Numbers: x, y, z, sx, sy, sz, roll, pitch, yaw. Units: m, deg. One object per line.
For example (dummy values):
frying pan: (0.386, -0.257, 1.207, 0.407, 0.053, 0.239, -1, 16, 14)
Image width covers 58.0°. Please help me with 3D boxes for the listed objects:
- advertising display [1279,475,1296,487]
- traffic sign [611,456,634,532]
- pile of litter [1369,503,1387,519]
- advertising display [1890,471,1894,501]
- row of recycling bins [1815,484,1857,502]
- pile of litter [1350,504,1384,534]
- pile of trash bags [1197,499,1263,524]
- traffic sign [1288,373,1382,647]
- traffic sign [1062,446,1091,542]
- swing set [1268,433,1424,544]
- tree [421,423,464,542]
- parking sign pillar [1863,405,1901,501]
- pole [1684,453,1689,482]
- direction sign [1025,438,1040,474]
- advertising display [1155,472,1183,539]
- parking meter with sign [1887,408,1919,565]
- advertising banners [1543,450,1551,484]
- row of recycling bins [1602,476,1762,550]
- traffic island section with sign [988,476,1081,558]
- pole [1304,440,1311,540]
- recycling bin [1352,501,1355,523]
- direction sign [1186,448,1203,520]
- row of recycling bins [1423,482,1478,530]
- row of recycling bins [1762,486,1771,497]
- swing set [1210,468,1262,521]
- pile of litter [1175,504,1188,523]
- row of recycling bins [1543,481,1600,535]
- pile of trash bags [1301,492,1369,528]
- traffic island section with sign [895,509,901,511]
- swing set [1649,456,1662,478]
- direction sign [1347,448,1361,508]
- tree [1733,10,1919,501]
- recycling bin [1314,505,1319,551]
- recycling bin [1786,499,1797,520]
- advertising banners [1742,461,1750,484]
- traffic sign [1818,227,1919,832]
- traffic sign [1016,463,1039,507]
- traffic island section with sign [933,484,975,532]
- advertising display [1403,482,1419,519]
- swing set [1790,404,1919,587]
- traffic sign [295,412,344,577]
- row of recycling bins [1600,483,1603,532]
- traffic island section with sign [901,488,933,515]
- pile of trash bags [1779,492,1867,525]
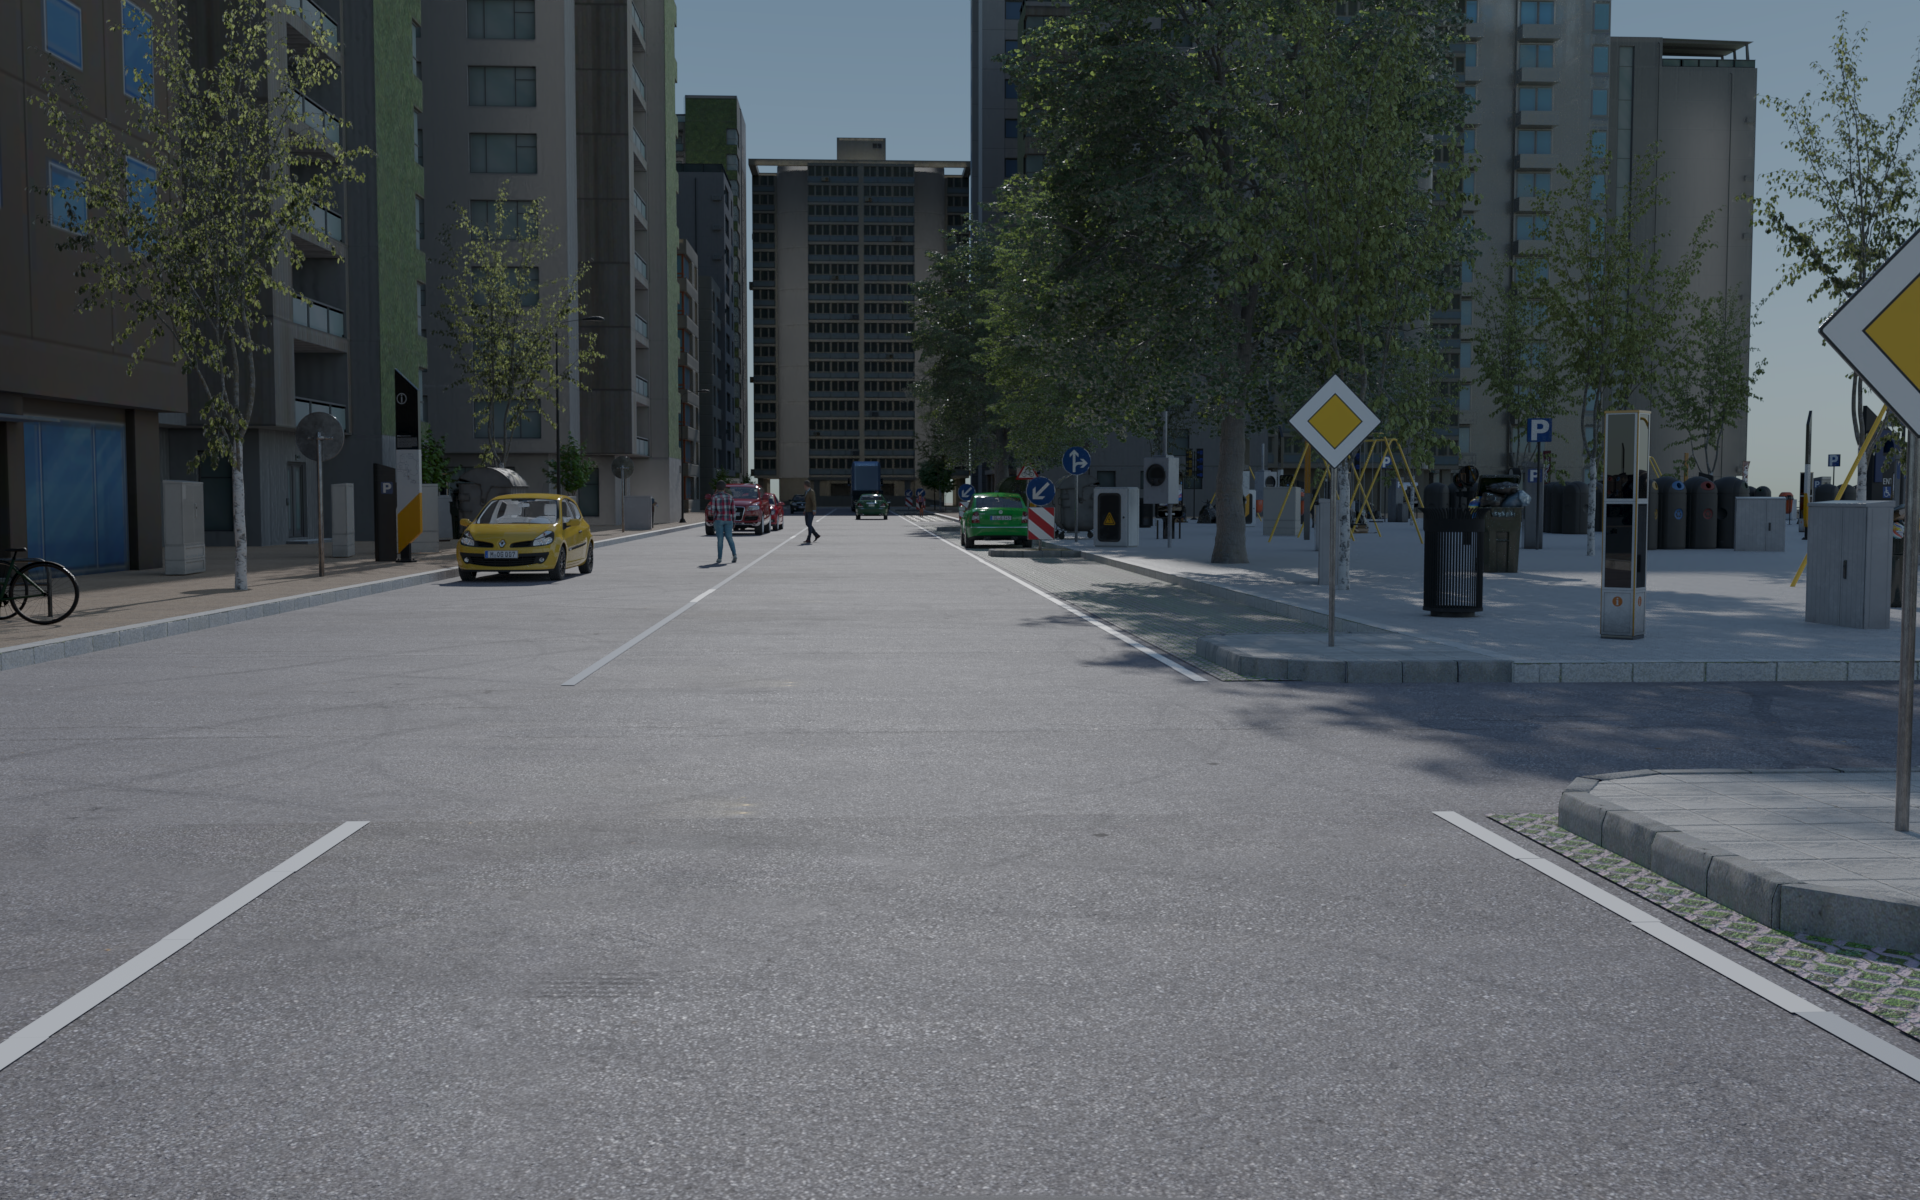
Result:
advertising display: (10.946, -3.221, 57.870, 0.123, 1.923, 0.974, -1, 4, -17)
traffic sign: (-11.291, -3.540, 57.977, 0.768, 2.556, 0.104, 0, 4, 0)
pile of litter: (21.023, -4.588, 88.979, 1.719, 0.858, 1.176, 2, 4, 23)
advertising display: (26.534, -2.639, 48.369, 0.974, 1.923, 0.123, 1, 4, 18)
row of recycling bins: (35.586, -3.791, 69.095, 3.534, 1.692, 1.069, -2, 4, -24)
pile of litter: (12.850, -2.611, 56.659, 1.719, 0.858, 1.176, 0, 4, 2)
pile of trash bags: (12.084, -4.045, 75.881, 3.447, 1.369, 1.912, -3, 5, -40)
traffic sign: (3.122, -0.665, 14.510, 0.795, 2.450, 0.064, 0, 4, -3)
traffic sign: (3.122, -2.834, 46.442, 0.768, 2.556, 0.104, 0, 4, 5)
swing set: (10.139, -2.912, 45.238, 2.862, 2.851, 3.119, -2, 4, -25)
tree: (-14.258, -3.203, 46.974, 1.663, 3.219, 1.824, 0, 3, 0)
parking sign pillar: (28.148, -3.940, 52.891, 1.447, 3.967, 1.447, -2, 4, -23)
pole: (35.986, -5.629, 85.883, 0.158, 3.312, 0.155, 0, 3, 0)
direction sign: (2.885, -4.707, 68.953, 0.379, 3.537, 0.876, -3, 5, -40)
advertising display: (5.965, -2.704, 49.432, 0.974, 1.923, 0.123, -2, 4, -35)
parking meter with sign: (17.176, -2.139, 31.241, 0.543, 3.016, 1.738, 3, 5, 40)
advertising banners: (23.811, -4.447, 68.904, 0.090, 3.025, 2.074, -1, 4, -18)
row of recycling bins: (16.834, -2.035, 40.384, 3.534, 1.692, 1.069, -1, 4, -21)
traffic island section with sign: (1.668, -1.904, 39.765, 1.989, 1.847, 2.006, 0, 4, -3)
pole: (9.710, -3.338, 48.412, 0.158, 3.312, 0.155, 0, 3, 0)
recycling bin: (13.798, -3.057, 62.530, 0.722, 1.027, 0.722, 0, 4, -7)
direction sign: (11.639, -5.751, 86.027, 0.876, 3.537, 0.379, 1, 4, 19)
row of recycling bins: (18.064, -3.349, 61.866, 3.534, 1.692, 1.069, -2, 4, -28)
row of recycling bins: (39.902, -4.980, 88.532, 1.069, 1.692, 3.534, -2, 4, -25)
swing set: (12.827, -5.043, 80.072, 2.862, 2.851, 3.119, 0, 4, -2)
pile of litter: (9.763, -3.926, 78.161, 1.176, 0.858, 1.719, 1, 4, 19)
row of recycling bins: (19.746, -3.027, 56.610, 1.069, 1.692, 3.534, 0, 4, 4)
pile of trash bags: (14.011, -3.463, 66.364, 1.912, 1.369, 3.447, -3, 4, -38)
traffic island section with sign: (-4.361, -8.233, 143.236, 1.989, 1.847, 2.006, 0, 4, -3)
swing set: (28.181, -4.488, 71.001, 2.862, 2.851, 3.119, 2, 4, 25)
direction sign: (13.775, -4.221, 61.016, 0.379, 3.537, 0.876, -2, 4, -32)
tree: (14.366, -4.682, 26.908, 4.360, 8.622, 3.978, 0, 3, 0)
recycling bin: (8.377, -1.623, 39.088, 0.722, 1.027, 0.722, 1, 4, 8)
recycling bin: (40.545, -4.426, 84.917, 0.722, 1.027, 0.722, 3, 5, 42)
advertising banners: (40.776, -5.810, 91.189, 2.074, 3.025, 0.090, -1, 4, -20)
traffic sign: (3.587, -0.177, 6.538, 0.795, 2.450, 0.064, 0, 4, -3)
traffic sign: (2.479, -3.876, 63.384, 0.884, 2.594, 0.081, 0, 4, 2)
traffic island section with sign: (0.106, -3.550, 66.675, 1.989, 1.847, 2.006, 0, 4, -3)
advertising display: (23.255, -5.164, 89.651, 0.974, 1.923, 0.123, 0, 4, -7)
swing set: (12.770, -1.506, 22.238, 2.862, 2.851, 3.119, 0, 4, 5)
traffic sign: (-9.919, -1.635, 26.838, 0.768, 2.556, 0.104, 0, 4, 2)
row of recycling bins: (22.282, -3.113, 58.004, 1.069, 1.692, 3.534, -2, 4, -24)
traffic island section with sign: (-2.777, -6.578, 116.171, 1.989, 1.847, 2.006, 0, 4, -3)
pile of trash bags: (36.017, -3.861, 72.887, 3.447, 1.369, 1.912, -1, 4, -11)
